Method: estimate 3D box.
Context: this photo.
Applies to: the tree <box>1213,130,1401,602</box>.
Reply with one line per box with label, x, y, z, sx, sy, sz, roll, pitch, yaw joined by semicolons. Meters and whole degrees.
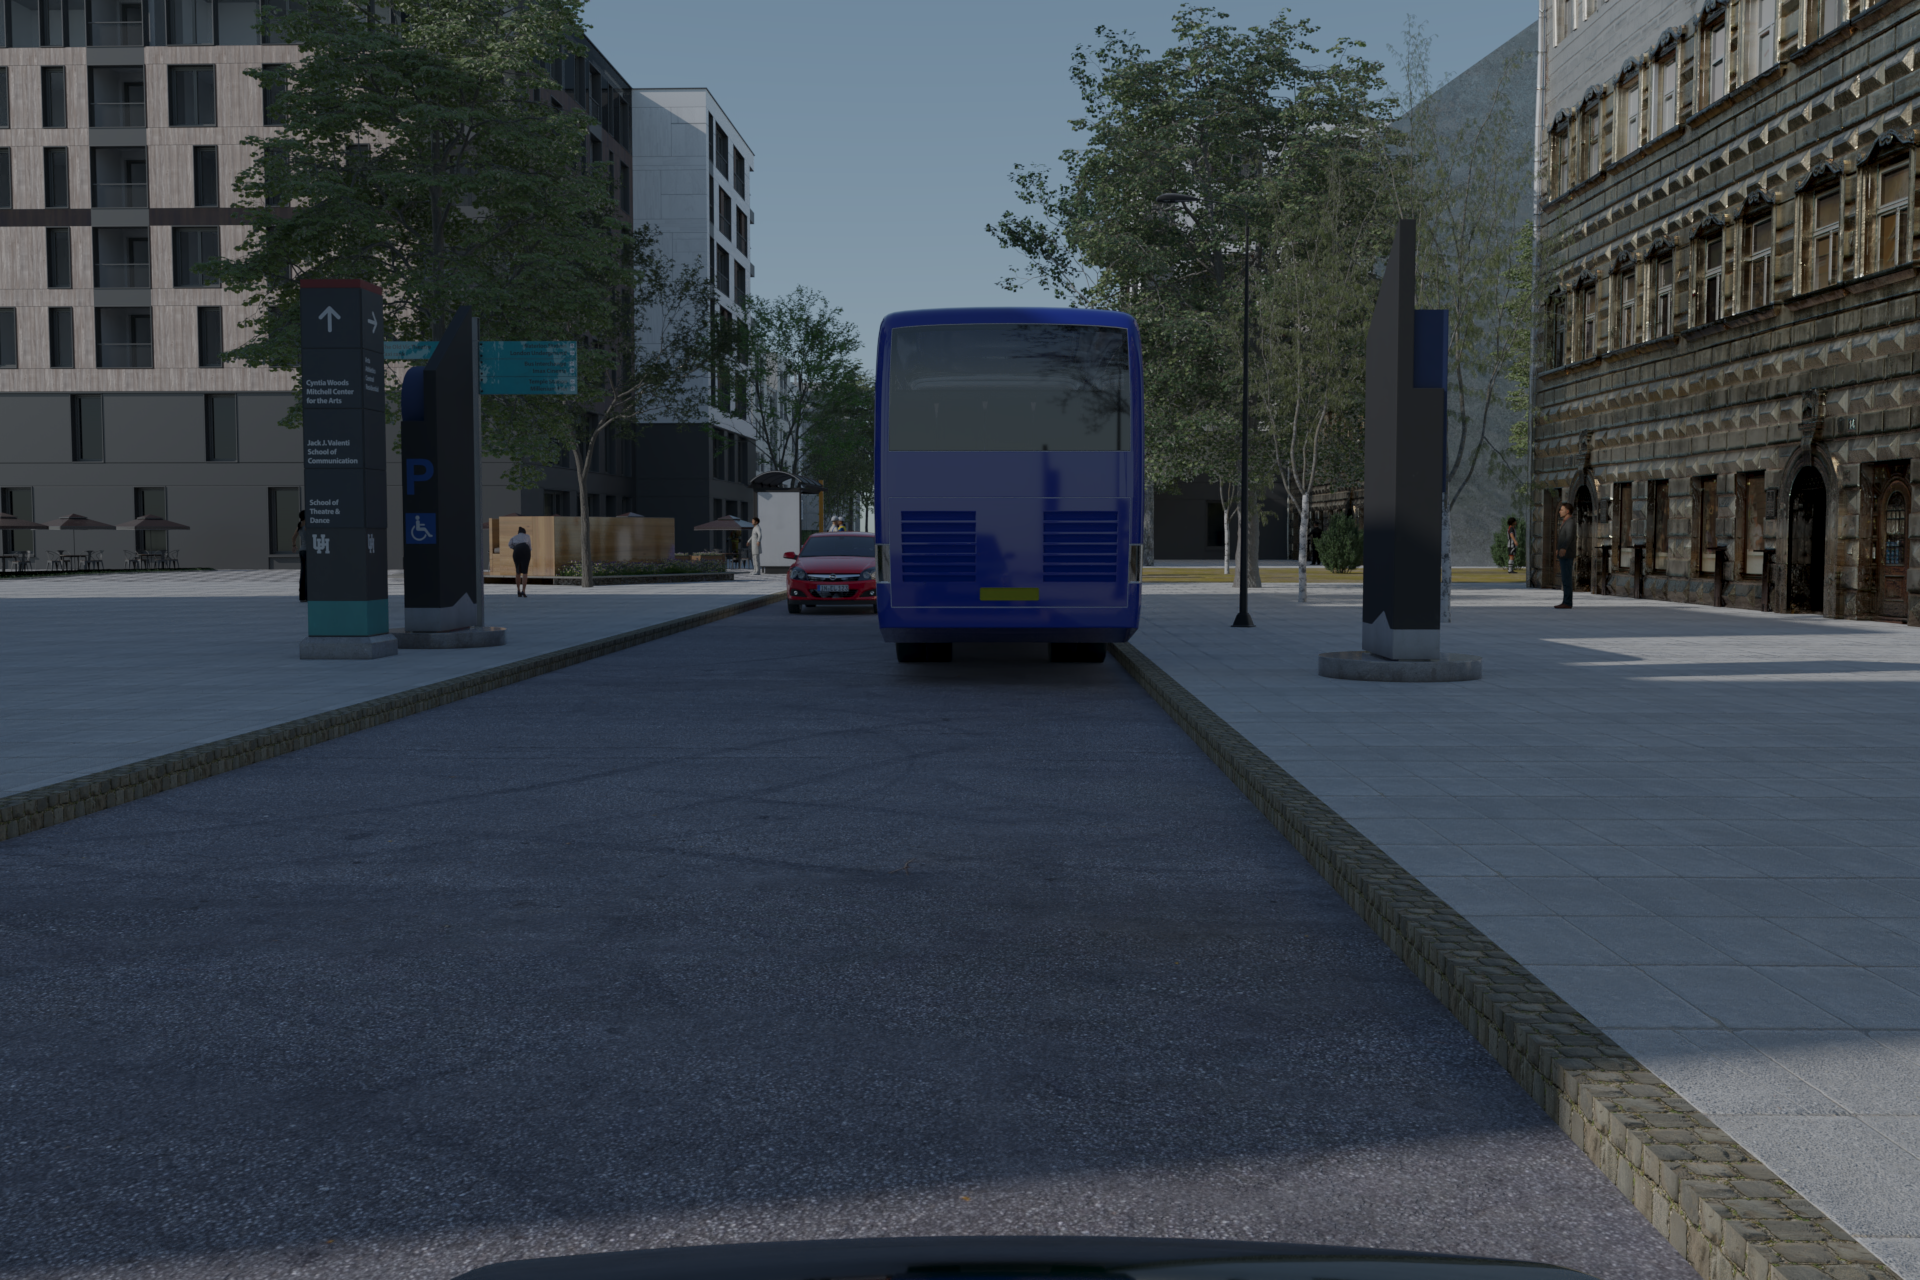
tree;6.348;-4.999;32.103;4.360;8.622;3.978;0;3;0

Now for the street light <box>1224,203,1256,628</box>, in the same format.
street light;4.458;-3.132;23.746;1.470;5.913;1.316;0;4;1

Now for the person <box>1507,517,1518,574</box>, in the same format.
person;17.996;-3.071;56.360;0.704;1.843;1.345;1;4;14

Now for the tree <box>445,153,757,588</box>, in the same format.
tree;-8.903;-6.557;41.620;8.767;10.594;7.601;0;4;3

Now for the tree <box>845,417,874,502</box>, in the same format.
tree;-6.102;-14.229;143.015;12.009;13.543;11.850;0;3;0

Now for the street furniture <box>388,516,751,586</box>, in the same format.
street furniture;-9.387;-2.448;46.886;9.812;1.723;11.010;2;4;30

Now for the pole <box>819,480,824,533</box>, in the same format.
pole;-5.254;-4.390;65.614;0.158;3.312;0.155;0;3;0

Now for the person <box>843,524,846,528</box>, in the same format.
person;-5.021;-4.222;75.754;0.721;1.740;1.216;-3;4;-38

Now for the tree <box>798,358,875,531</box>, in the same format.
tree;-6.896;-11.863;112.082;7.486;12.596;7.792;0;3;0

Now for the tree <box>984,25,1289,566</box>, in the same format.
tree;6.094;-12.939;67.446;12.611;20.169;13.585;0;3;0

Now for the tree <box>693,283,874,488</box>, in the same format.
tree;-7.372;-9.024;73.293;9.928;11.665;9.643;0;3;0

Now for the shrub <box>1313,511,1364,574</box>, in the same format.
shrub;12.402;-3.201;56.380;1.661;2.075;1.752;0;3;0

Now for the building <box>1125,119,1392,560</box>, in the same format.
building;23.250;-15.776;101.916;27.936;21.610;32.646;0;4;1

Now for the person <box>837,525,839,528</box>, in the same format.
person;-4.092;-3.129;57.384;0.704;1.802;1.346;0;4;-4

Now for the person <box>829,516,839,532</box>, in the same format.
person;-3.841;-2.927;53.705;0.705;1.847;1.347;-2;4;-27

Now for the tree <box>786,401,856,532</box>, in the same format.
tree;-7.322;-8.849;95.050;4.360;8.622;3.978;0;3;0

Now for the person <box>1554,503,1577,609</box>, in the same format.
person;10.414;-1.453;29.817;0.705;1.821;1.348;1;4;17

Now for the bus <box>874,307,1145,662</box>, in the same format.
bus;0.460;-1.872;22.155;2.896;3.916;12.251;0;3;0

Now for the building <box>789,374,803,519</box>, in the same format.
building;-23.551;-20.269;187.811;16.016;20.090;11.380;0;4;2

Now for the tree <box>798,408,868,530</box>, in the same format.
tree;-6.958;-9.214;101.016;4.360;8.622;3.978;0;3;0

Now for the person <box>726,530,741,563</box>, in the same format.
person;-10.160;-4.423;78.085;0.705;1.858;1.354;-2;4;-34

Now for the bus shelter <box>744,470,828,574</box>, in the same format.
bus shelter;-5.738;-3.916;57.956;2.014;3.302;5.546;0;4;3

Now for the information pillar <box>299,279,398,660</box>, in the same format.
information pillar;-6.369;-1.748;17.958;0.750;3.857;0.750;0;4;2

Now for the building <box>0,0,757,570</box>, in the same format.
building;-25.585;-14.314;78.001;27.936;21.610;32.646;0;4;2

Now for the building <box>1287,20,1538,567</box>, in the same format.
building;25.431;-15.006;76.281;19.493;23.208;18.063;0;4;1

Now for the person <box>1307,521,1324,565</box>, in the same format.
person;14.735;-4.022;71.701;1.347;1.837;0.705;-1;4;-23

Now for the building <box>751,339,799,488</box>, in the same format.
building;-26.052;-18.475;168.519;16.747;18.905;31.486;0;4;2

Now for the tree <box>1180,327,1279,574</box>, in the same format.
tree;8.661;-6.450;55.826;4.360;8.622;3.978;0;3;0

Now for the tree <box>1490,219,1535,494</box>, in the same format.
tree;19.092;-8.115;50.804;7.486;12.596;7.792;0;3;0

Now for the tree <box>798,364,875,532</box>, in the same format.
tree;-6.800;-13.147;125.330;12.009;13.543;11.850;0;3;0

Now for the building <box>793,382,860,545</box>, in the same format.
building;-22.367;-21.481;217.664;16.747;18.905;31.486;0;4;2

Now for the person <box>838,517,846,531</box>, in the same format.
person;-3.824;-3.013;55.230;0.705;1.833;1.349;0;4;3

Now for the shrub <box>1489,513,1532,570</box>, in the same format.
shrub;19.582;-3.503;61.315;1.661;2.075;1.752;0;3;0

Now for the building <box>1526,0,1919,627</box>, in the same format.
building;22.555;-12.261;31.398;19.493;23.208;18.063;0;4;1

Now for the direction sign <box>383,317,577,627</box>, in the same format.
direction sign;-5.971;-2.033;21.998;2.525;3.948;1.411;0;4;1

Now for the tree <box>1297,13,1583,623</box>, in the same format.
tree;7.171;-4.572;25.107;4.360;8.622;3.978;0;3;0

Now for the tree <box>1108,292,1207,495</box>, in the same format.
tree;7.788;-9.954;80.880;7.486;12.596;7.792;0;3;0

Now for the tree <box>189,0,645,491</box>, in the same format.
tree;-9.373;-6.876;30.552;7.486;12.596;7.792;0;3;0

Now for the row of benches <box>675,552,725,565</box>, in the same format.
row of benches;-9.766;-2.692;59.476;4.104;0.672;1.422;-3;5;-44

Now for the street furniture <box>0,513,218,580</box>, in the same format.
street furniture;-31.026;-2.563;46.928;14.083;1.986;27.439;2;4;34

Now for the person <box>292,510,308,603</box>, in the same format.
person;-12.216;-1.576;32.578;1.217;1.737;0.721;3;4;38

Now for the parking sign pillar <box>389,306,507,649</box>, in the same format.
parking sign pillar;-5.983;-1.922;19.894;1.447;3.967;1.447;0;4;2

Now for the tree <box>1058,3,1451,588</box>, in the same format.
tree;6.790;-8.218;41.026;9.857;13.997;8.962;0;3;0

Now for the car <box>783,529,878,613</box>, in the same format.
car;-2.195;-1.440;32.593;2.155;1.783;4.494;0;4;1

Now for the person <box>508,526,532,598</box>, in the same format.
person;-8.888;-1.589;35.210;0.628;1.438;0.799;-3;5;-42

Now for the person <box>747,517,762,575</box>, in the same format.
person;-6.408;-2.939;54.239;0.705;1.806;1.347;-1;4;-21

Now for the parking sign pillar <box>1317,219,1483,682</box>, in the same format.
parking sign pillar;3.975;-1.657;15.563;1.447;3.967;1.447;0;4;1
